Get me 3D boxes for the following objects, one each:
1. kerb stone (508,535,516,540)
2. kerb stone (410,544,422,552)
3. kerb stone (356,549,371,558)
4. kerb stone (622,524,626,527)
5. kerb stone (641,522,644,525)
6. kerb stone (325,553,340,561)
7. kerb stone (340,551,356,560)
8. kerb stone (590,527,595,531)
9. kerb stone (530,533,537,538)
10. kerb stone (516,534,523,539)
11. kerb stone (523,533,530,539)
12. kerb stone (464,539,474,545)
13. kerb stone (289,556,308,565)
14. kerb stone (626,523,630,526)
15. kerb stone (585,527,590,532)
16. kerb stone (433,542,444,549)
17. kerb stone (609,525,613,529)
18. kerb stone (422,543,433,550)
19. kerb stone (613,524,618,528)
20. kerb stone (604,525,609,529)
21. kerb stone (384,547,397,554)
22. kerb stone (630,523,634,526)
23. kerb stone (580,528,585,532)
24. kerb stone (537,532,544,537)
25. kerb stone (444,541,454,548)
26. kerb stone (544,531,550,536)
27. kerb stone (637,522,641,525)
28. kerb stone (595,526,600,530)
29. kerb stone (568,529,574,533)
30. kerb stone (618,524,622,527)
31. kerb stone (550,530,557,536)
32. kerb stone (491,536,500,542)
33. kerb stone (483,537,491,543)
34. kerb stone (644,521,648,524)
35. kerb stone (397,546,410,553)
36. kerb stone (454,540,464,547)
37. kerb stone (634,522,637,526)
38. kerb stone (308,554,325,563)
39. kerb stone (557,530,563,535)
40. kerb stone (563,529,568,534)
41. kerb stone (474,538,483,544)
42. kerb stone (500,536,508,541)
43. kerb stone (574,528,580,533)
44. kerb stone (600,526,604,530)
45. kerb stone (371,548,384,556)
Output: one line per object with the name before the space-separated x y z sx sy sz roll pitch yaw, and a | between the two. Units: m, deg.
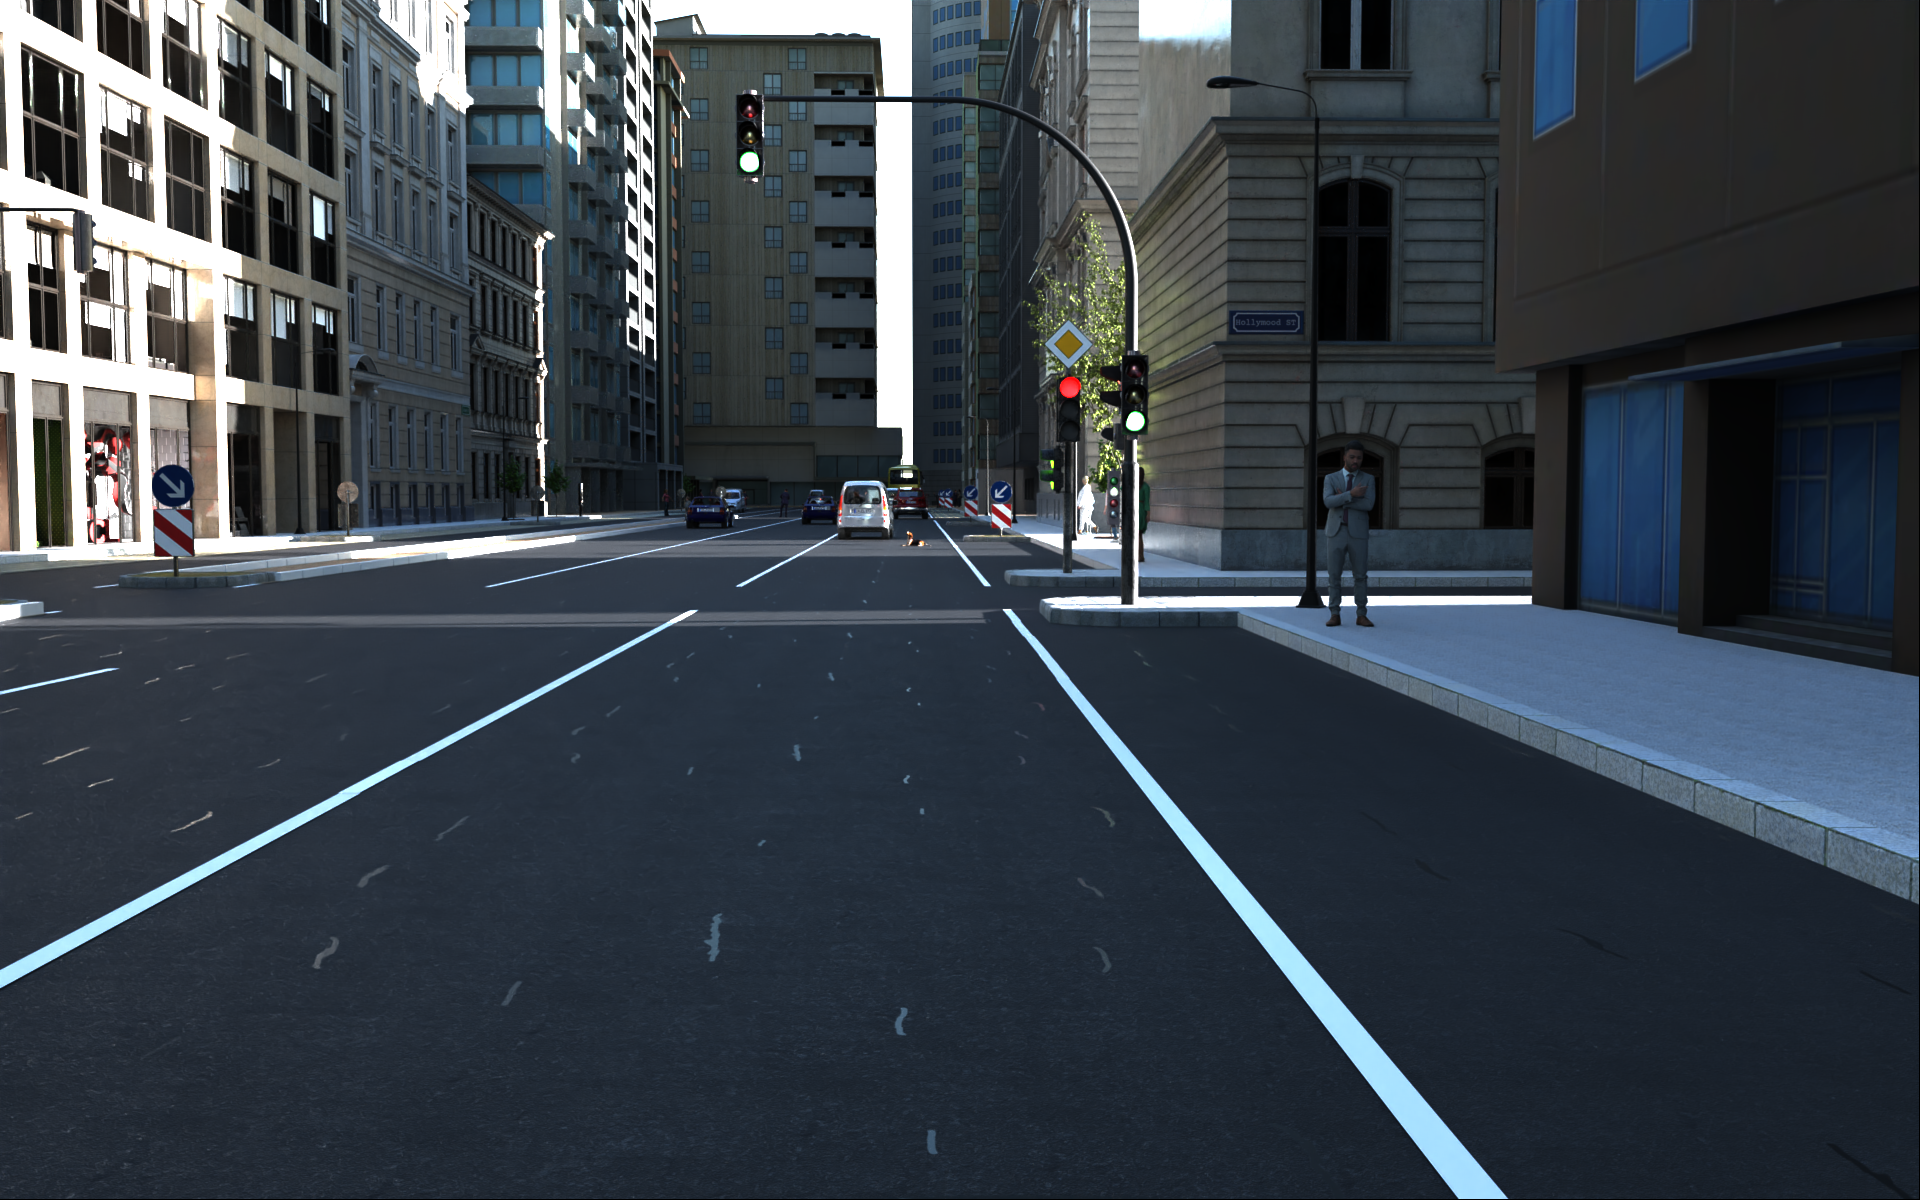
kerb stone | -13.956 -1.904 53.394 0.120 0.150 1.000 0 4 -2
kerb stone | -13.670 -1.278 43.138 0.120 0.150 1.000 0 4 -2
kerb stone | -13.558 -1.029 39.026 0.120 0.150 1.000 0 4 -2
kerb stone | -14.506 -3.155 73.905 0.120 0.150 1.000 0 4 -2
kerb stone | -14.650 -3.475 79.015 0.120 0.150 1.000 0 4 -2
kerb stone | -13.511 -0.900 36.976 0.120 0.150 1.000 0 4 -2
kerb stone | -13.530 -0.964 37.999 0.120 0.150 1.000 0 4 -2
kerb stone | -14.320 -2.722 66.716 0.120 0.150 1.000 0 4 -2
kerb stone | -14.037 -2.097 56.477 0.120 0.150 1.000 0 4 -2
kerb stone | -13.979 -1.971 54.415 0.120 0.150 1.000 0 4 -2
kerb stone | -14.014 -2.032 55.450 0.120 0.150 1.000 0 4 -2
kerb stone | -13.810 -1.594 48.263 0.120 0.150 1.000 0 4 -2
kerb stone | -13.446 -0.775 34.927 0.120 0.150 1.000 0 4 -2
kerb stone | -14.539 -3.225 74.927 0.120 0.150 1.000 0 4 -2
kerb stone | -14.291 -2.661 65.695 0.120 0.150 1.000 0 4 -2
kerb stone | -13.726 -1.403 45.185 0.120 0.150 1.000 0 4 -2
kerb stone | -14.427 -2.970 70.817 0.120 0.150 1.000 0 4 -2
kerb stone | -13.695 -1.343 44.159 0.120 0.150 1.000 0 4 -2
kerb stone | -14.448 -3.037 71.854 0.120 0.150 1.000 0 4 -2
kerb stone | -14.397 -2.904 69.795 0.120 0.150 1.000 0 4 -2
kerb stone | -13.620 -1.156 41.088 0.120 0.150 1.000 0 4 -2
kerb stone | -14.565 -3.283 75.949 0.120 0.150 1.000 0 4 -2
kerb stone | -14.252 -2.598 64.673 0.120 0.150 1.000 0 4 -2
kerb stone | -14.055 -2.160 57.504 0.120 0.150 1.000 0 4 -2
kerb stone | -13.760 -1.469 46.213 0.120 0.150 1.000 0 4 -2
kerb stone | -14.101 -2.222 58.525 0.120 0.150 1.000 0 4 -2
kerb stone | -14.610 -3.413 77.993 0.120 0.150 1.000 0 4 -2
kerb stone | -14.342 -2.785 67.738 0.120 0.150 1.000 0 4 -2
kerb stone | -14.201 -2.472 62.620 0.120 0.150 1.000 0 4 -2
kerb stone | -14.478 -3.100 72.876 0.120 0.150 1.000 0 4 -2
kerb stone | -14.117 -2.279 59.550 0.120 0.150 1.000 0 4 -2
kerb stone | -13.894 -1.782 51.332 0.120 0.150 1.000 0 4 -2
kerb stone | -13.869 -1.715 50.310 0.120 0.150 1.000 0 4 -2
kerb stone | -14.673 -3.538 80.038 0.120 0.150 1.000 0 4 -2
kerb stone | -13.647 -1.218 42.110 0.120 0.150 1.000 0 4 -2
kerb stone | -13.777 -1.532 47.242 0.120 0.150 1.000 0 4 -2
kerb stone | -14.588 -3.347 76.971 0.120 0.150 1.000 0 4 -2
kerb stone | -13.474 -0.841 35.952 0.120 0.150 1.000 0 4 -2
kerb stone | -14.149 -2.347 60.576 0.120 0.150 1.000 0 4 -2
kerb stone | -14.175 -2.410 61.598 0.120 0.150 1.000 0 4 -2
kerb stone | -13.839 -1.657 49.288 0.120 0.150 1.000 0 4 -2
kerb stone | -13.924 -1.843 52.360 0.120 0.150 1.000 0 4 -2
kerb stone | -14.222 -2.532 63.643 0.120 0.150 1.000 0 4 -2
kerb stone | -14.369 -2.846 68.763 0.120 0.150 1.000 0 4 -2
kerb stone | -13.590 -1.092 40.055 0.120 0.150 1.000 0 4 -2
